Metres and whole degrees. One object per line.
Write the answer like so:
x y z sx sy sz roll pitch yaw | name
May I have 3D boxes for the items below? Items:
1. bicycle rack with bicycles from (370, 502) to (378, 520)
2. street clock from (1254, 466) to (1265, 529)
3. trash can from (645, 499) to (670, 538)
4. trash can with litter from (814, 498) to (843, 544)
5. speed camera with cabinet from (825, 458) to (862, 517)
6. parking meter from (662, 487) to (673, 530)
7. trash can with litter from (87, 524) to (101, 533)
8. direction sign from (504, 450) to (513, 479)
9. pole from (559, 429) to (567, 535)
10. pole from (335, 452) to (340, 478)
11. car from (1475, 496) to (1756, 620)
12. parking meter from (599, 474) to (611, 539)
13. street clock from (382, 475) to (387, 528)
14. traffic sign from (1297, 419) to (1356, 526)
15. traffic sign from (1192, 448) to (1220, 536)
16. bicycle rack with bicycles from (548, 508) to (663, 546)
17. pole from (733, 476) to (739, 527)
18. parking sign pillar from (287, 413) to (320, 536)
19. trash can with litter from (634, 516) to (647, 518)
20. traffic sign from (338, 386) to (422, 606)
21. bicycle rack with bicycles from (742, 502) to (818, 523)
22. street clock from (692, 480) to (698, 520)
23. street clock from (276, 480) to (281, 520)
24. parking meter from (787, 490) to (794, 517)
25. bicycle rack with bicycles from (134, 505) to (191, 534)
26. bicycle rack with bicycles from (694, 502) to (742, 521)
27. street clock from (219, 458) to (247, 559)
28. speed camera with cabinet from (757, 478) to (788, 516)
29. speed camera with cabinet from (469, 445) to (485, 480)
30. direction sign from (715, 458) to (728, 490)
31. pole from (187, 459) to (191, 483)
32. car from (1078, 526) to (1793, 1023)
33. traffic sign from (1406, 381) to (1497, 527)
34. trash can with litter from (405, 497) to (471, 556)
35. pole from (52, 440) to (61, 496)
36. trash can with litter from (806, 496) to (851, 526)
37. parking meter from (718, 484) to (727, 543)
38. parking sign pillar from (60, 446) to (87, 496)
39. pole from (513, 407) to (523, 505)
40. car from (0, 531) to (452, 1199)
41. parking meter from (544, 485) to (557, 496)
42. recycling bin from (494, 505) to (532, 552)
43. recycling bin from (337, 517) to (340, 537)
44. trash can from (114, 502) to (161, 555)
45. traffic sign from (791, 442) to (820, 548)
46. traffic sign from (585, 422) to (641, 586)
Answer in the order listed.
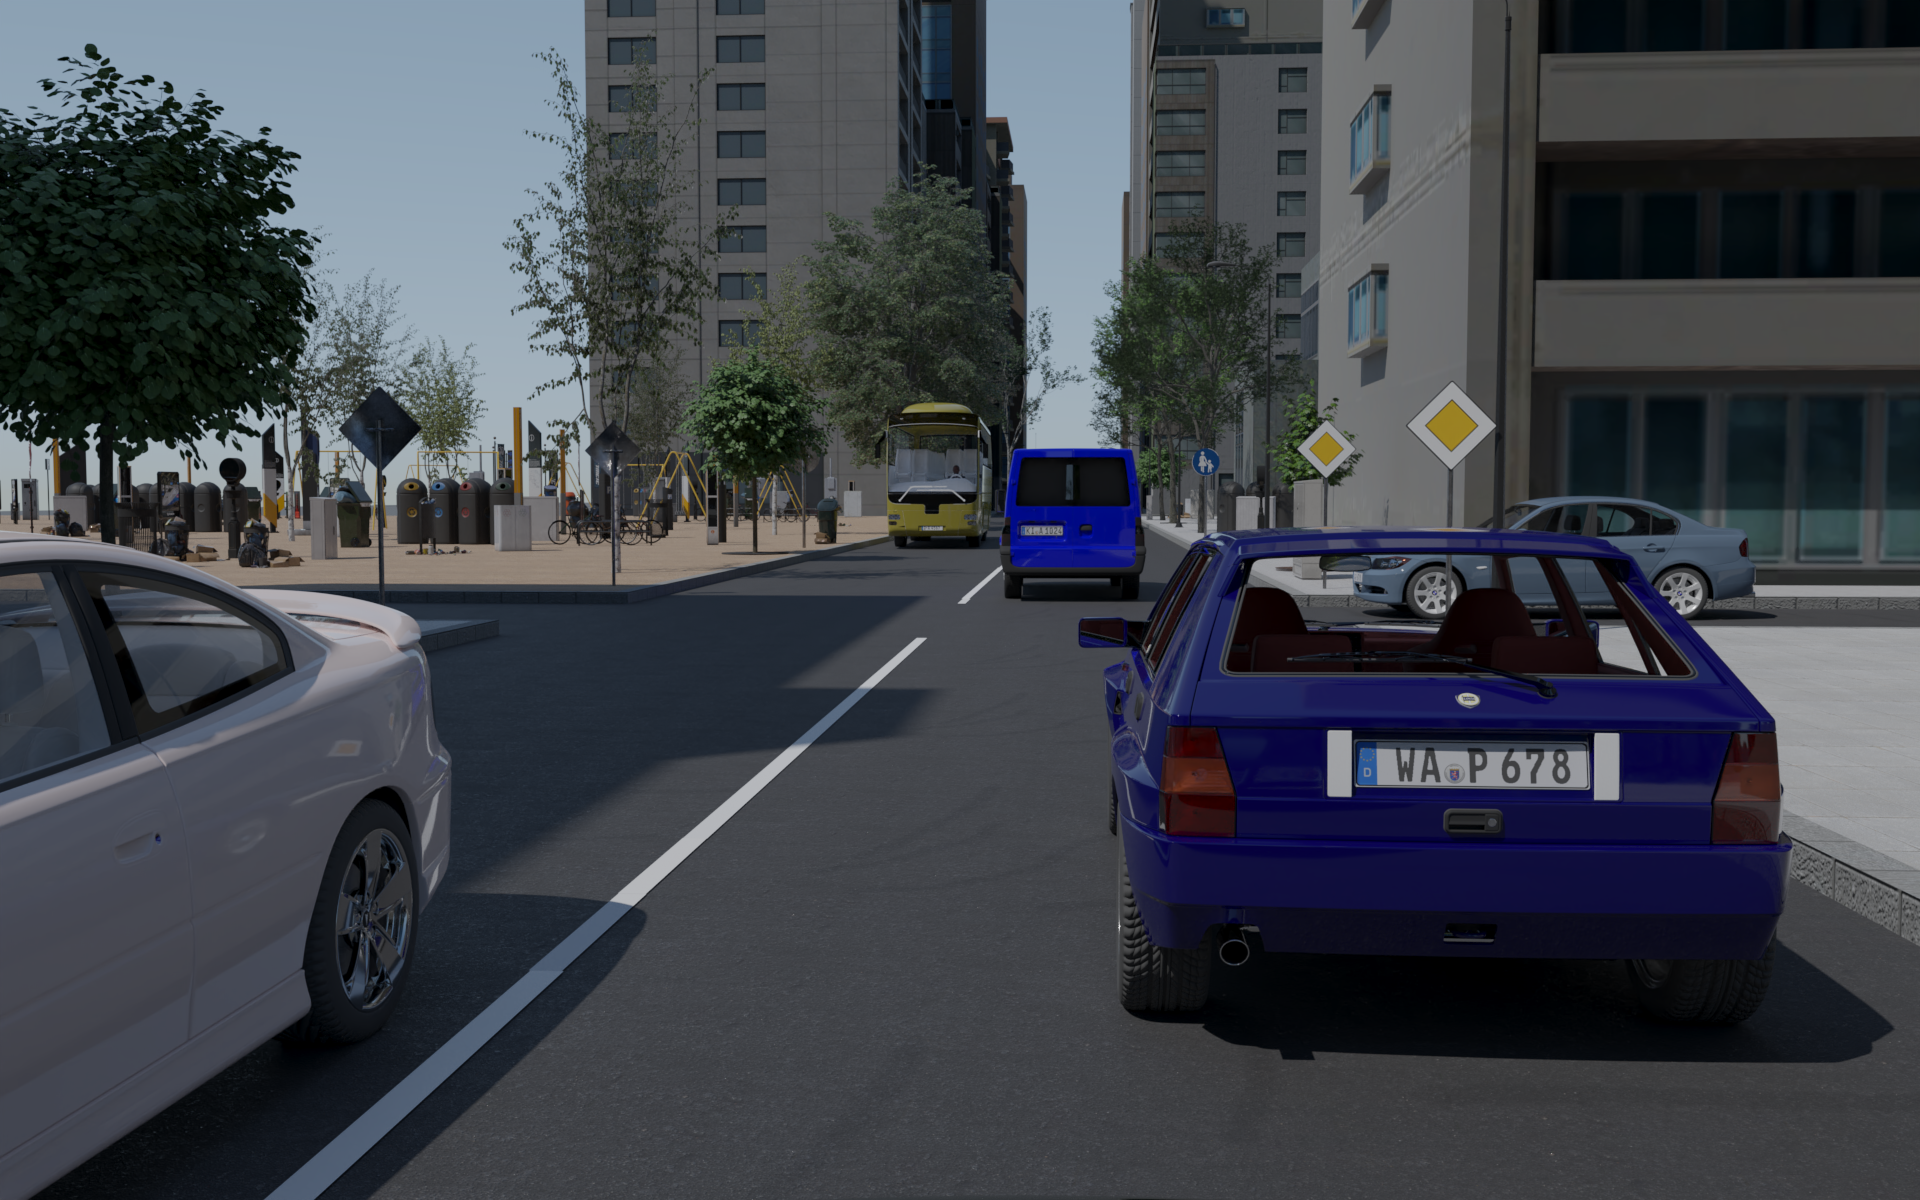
-30.592 -4.528 87.407 2.852 0.926 2.925 -1 4 -21 | bicycle rack with bicycles
7.670 -2.419 44.117 0.358 2.002 0.471 0 4 8 | street clock
-8.833 -2.384 50.633 0.748 1.137 0.748 0 3 0 | trash can
-3.406 -2.031 44.589 0.624 1.170 1.055 0 4 8 | trash can with litter
-6.448 -6.201 95.717 2.038 3.252 0.660 0 4 -5 | speed camera with cabinet
-10.367 -3.244 61.444 0.372 1.533 0.369 0 3 0 | parking meter
-28.492 -2.828 57.618 1.055 1.170 0.624 0 4 -5 | trash can with litter
-23.344 -5.948 89.241 0.876 3.537 0.379 2 4 33 | direction sign
-12.496 -3.709 54.489 0.158 3.312 0.155 0 3 0 | pole
-29.307 -5.365 81.566 0.158 3.312 0.155 0 3 0 | pole
6.938 -0.518 20.466 4.499 1.417 2.014 0 4 2 | car
-10.145 -2.691 49.715 0.255 1.863 0.399 2 4 32 | parking meter
-21.873 -3.730 65.561 0.358 2.002 0.471 0 3 0 | street clock
4.937 -1.209 23.404 0.795 2.450 0.064 0 4 4 | traffic sign
6.819 -2.933 48.057 0.768 2.556 0.104 1 4 11 | traffic sign
-8.941 -1.864 43.861 2.925 0.926 2.852 -1 4 -13 | bicycle rack with bicycles
-8.692 -4.482 67.128 0.158 3.312 0.155 0 3 0 | pole
-20.216 -4.003 53.915 1.447 3.967 1.447 -1 4 -16 | parking sign pillar
-16.624 -5.097 94.400 2.233 1.210 1.678 0 4 5 | trash can with litter
-5.405 -0.766 16.162 0.795 2.450 0.064 0 4 4 | traffic sign
-7.763 -4.004 78.843 2.925 0.926 2.852 2 4 28 | bicycle rack with bicycles
-13.306 -5.043 87.028 0.358 2.002 0.471 -1 4 -13 | street clock
-34.474 -5.061 87.310 0.471 2.002 0.358 -2 4 -35 | street clock
-9.675 -5.524 98.732 0.372 1.533 0.369 0 3 0 | parking meter
-26.075 -2.599 55.877 2.852 0.926 2.925 -1 4 -8 | bicycle rack with bicycles
-10.816 -4.195 81.972 2.925 0.926 2.852 1 4 13 | bicycle rack with bicycles
-14.467 -1.831 34.502 0.471 2.002 0.358 1 4 12 | street clock
-10.875 -6.439 99.609 2.038 3.252 0.660 -2 4 -31 | speed camera with cabinet
-19.588 -4.643 70.246 0.660 3.252 2.038 -1 4 -13 | speed camera with cabinet
-13.179 -6.319 95.319 0.876 3.537 0.379 0 4 5 | direction sign
-42.584 -6.232 95.733 0.158 3.312 0.155 0 3 0 | pole
1.386 0.397 6.083 1.945 1.354 3.894 0 4 4 | car
4.362 -0.722 15.440 0.795 2.450 0.064 0 4 4 | traffic sign
-11.125 -1.600 37.211 1.678 1.210 2.233 1 4 16 | trash can with litter
-31.807 -4.107 60.999 0.158 3.312 0.155 0 3 0 | pole
-5.101 -3.574 69.499 1.678 1.210 2.233 -2 4 -25 | trash can with litter
-6.349 -2.281 45.699 0.372 1.533 0.369 0 3 0 | parking meter
-43.319 -5.870 84.443 1.447 3.967 1.447 3 4 38 | parking sign pillar
-10.365 -2.863 40.660 0.158 3.312 0.155 0 3 0 | pole
-2.566 0.553 3.313 2.083 1.381 4.827 0 4 5 | car
-11.622 -2.494 49.186 0.372 1.533 0.369 0 3 0 | parking meter
-10.076 -1.620 39.036 0.722 1.027 0.722 -2 4 -24 | recycling bin
-18.227 -2.397 51.745 0.722 1.027 0.722 -1 4 -19 | recycling bin
-14.278 -1.127 30.080 0.748 1.137 0.748 0 3 0 | trash can
-3.711 -2.511 41.159 0.768 2.556 0.104 1 4 10 | traffic sign
-4.831 -1.253 24.127 0.795 2.450 0.064 0 4 4 | traffic sign
